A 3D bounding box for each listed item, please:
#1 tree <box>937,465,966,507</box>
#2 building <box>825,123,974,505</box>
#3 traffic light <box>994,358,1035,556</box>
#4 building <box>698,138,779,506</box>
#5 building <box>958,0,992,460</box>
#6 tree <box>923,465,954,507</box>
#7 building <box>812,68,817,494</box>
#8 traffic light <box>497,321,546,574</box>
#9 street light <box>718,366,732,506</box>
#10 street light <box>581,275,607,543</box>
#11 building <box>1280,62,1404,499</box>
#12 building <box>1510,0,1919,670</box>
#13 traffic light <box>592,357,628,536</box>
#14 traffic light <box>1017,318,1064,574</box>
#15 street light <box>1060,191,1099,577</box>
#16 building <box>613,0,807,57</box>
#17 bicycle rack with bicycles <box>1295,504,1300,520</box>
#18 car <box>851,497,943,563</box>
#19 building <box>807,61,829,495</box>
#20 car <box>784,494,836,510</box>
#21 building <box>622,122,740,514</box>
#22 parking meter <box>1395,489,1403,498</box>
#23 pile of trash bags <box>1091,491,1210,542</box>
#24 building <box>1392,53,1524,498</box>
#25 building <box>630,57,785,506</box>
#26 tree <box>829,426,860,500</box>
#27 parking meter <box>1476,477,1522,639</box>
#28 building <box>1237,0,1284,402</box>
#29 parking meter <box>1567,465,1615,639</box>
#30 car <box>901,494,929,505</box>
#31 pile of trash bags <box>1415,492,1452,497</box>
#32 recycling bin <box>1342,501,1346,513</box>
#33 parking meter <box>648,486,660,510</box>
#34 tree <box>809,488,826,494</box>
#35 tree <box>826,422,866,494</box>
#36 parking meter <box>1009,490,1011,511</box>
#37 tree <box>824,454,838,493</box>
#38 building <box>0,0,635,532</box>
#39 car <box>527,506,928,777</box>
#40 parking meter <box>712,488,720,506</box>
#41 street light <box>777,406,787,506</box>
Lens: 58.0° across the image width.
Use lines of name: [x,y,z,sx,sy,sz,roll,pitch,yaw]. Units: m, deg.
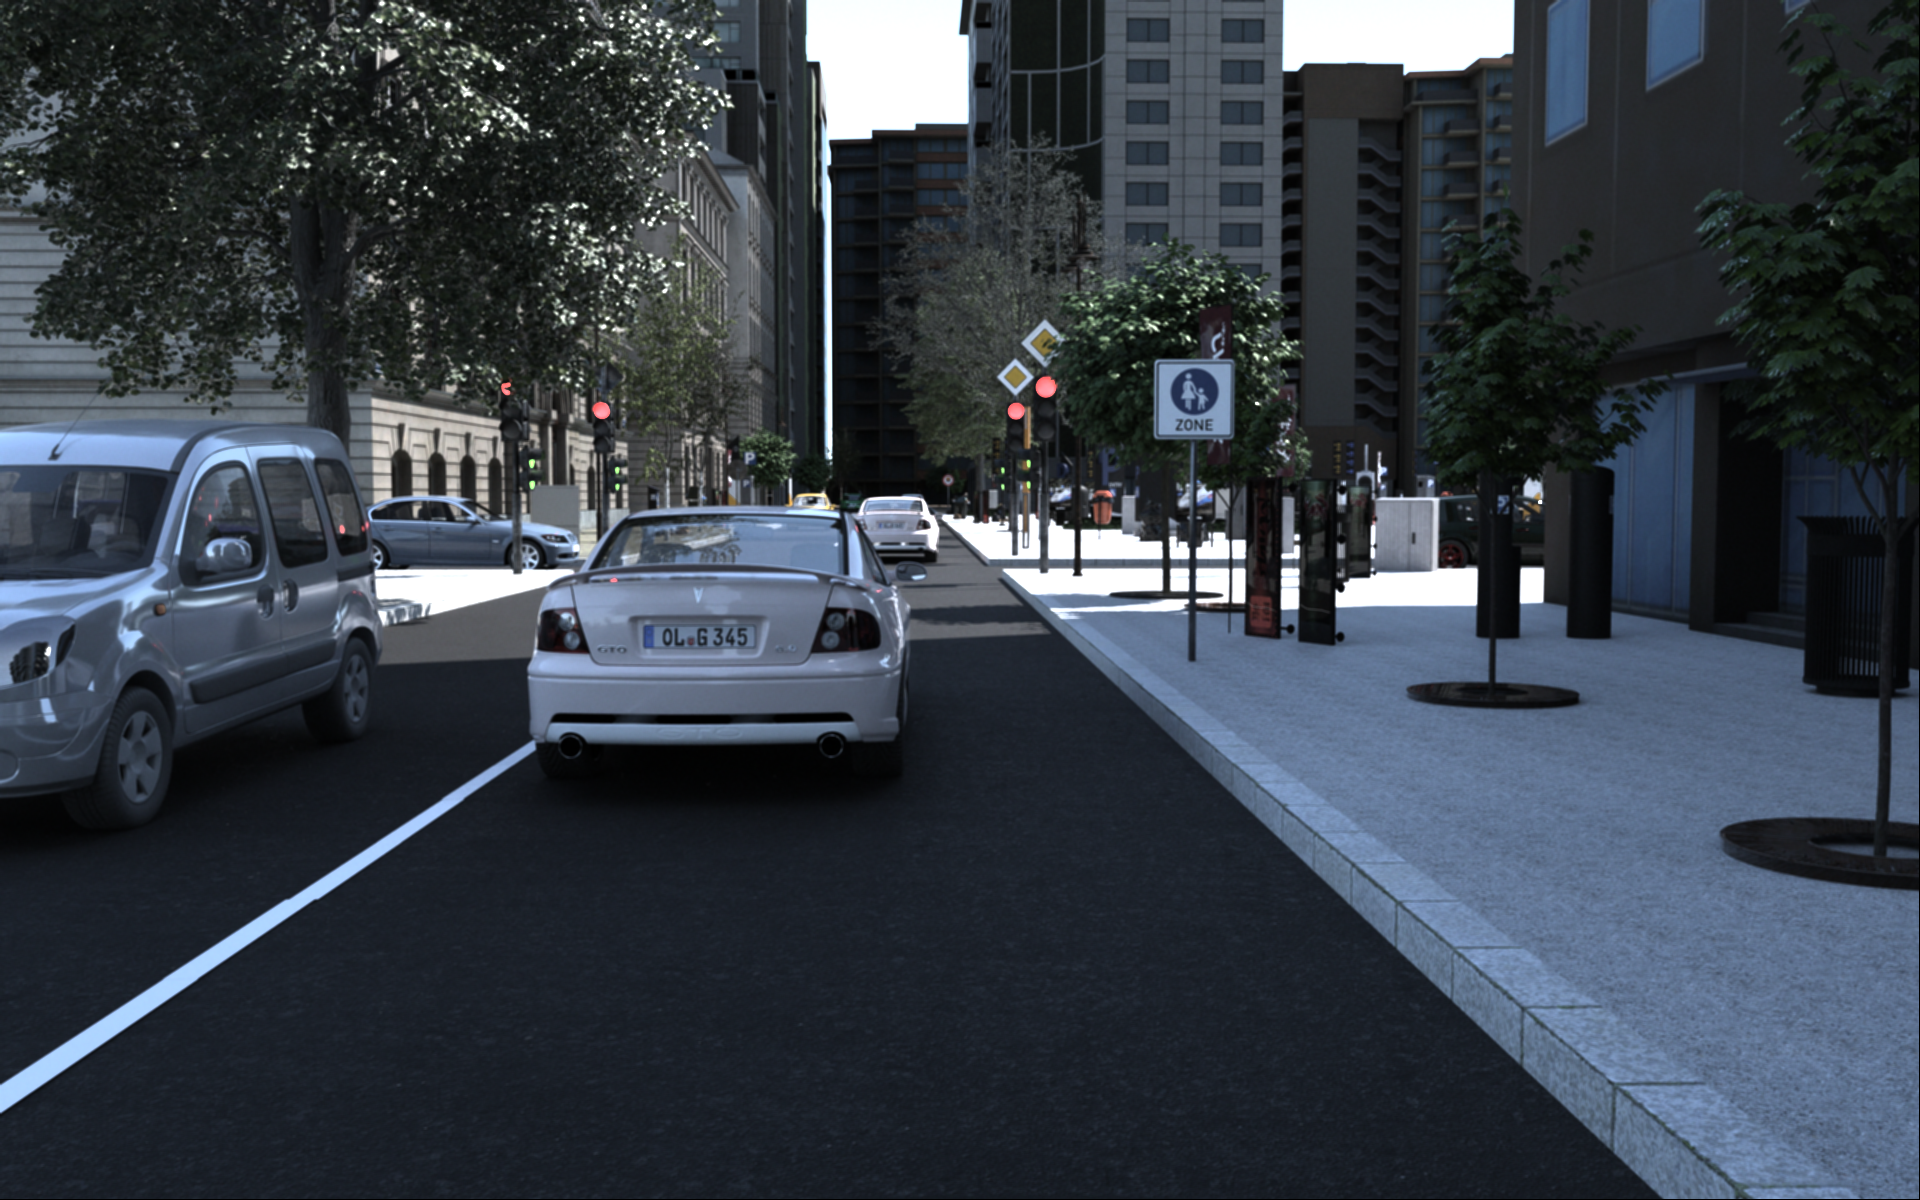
tree: [-0.239,-7.389,115.415,1.663,3.219,1.824,0,3,0]
building: [-2.796,-33.806,207.345,28.867,44.769,22.147,0,4,-2]
traffic light: [1.124,-2.870,35.851,0.839,4.253,0.868,0,4,-2]
building: [-15.992,-15.349,100.111,9.793,20.994,18.267,0,4,-2]
building: [14.565,-35.586,171.067,28.713,52.752,27.495,0,4,-2]
tree: [-2.040,-11.674,174.578,4.285,4.588,4.351,0,3,0]
building: [-20.766,-29.210,161.175,14.154,41.232,14.086,0,4,-2]
traffic light: [-7.066,-2.367,27.624,0.839,4.253,0.868,0,4,-2]
street light: [-8.433,-5.493,62.602,0.468,5.910,1.993,0,4,-2]
street light: [-7.686,-3.913,36.758,0.468,5.910,1.993,0,4,-2]
building: [36.111,-32.262,177.600,14.200,45.320,14.600,0,4,-2]
building: [13.648,-22.174,12.660,14.600,45.320,14.200,0,4,-2]
traffic light: [-7.284,-2.855,35.606,0.839,4.253,0.868,0,4,-2]
traffic light: [1.342,-2.382,27.869,0.839,4.253,0.868,0,4,-2]
street light: [1.834,-3.306,26.841,0.468,5.910,1.993,0,4,-2]
building: [-19.003,-27.428,132.041,14.154,41.232,14.086,0,4,-2]
bicycle rack with bicycles: [18.274,-4.548,87.737,2.925,0.926,2.852,-2,4,-27]
car: [-1.405,-1.545,37.629,2.083,1.381,4.827,0,4,0]
building: [-20.891,-32.207,176.689,14.200,45.320,14.600,0,4,-2]
car: [-5.900,-3.575,68.669,2.015,1.641,3.980,0,4,0]
building: [-16.541,-13.259,81.406,10.561,19.102,19.286,0,4,-2]
parking meter: [22.796,-4.988,89.965,0.372,1.533,0.369,0,3,0]
pile of trash bags: [5.236,-2.310,47.518,3.447,1.369,1.912,2,4,24]
building: [57.718,-31.842,175.240,28.867,44.769,22.147,0,4,-2]
building: [-19.598,-21.197,118.278,14.160,30.474,14.107,0,4,-2]
tree: [-12.902,-14.542,188.127,4.360,8.622,3.978,0,3,0]
parking meter: [4.824,-0.433,15.489,0.372,1.533,0.369,0,3,0]
building: [11.213,-42.053,125.817,20.563,71.187,20.611,0,4,-2]
parking meter: [5.625,-0.431,15.450,0.372,1.533,0.369,0,3,0]
car: [-2.851,-5.593,103.451,2.014,1.417,4.499,0,4,0]
pile of trash bags: [20.052,-3.966,74.590,3.447,1.369,1.912,-3,4,-38]
recycling bin: [14.798,-3.272,66.044,0.722,1.027,0.722,0,4,-3]
parking meter: [-9.248,-2.691,52.416,0.372,1.533,0.369,0,3,0]
tree: [-10.805,-8.366,131.377,1.663,3.219,1.824,0,3,0]
tree: [-11.585,-13.800,175.997,4.737,8.622,4.395,0,3,0]
parking meter: [2.658,-4.865,87.946,0.372,1.533,0.369,0,3,0]
tree: [-10.012,-8.336,120.001,4.285,4.588,4.351,0,3,0]
building: [-18.339,-14.352,53.733,14.460,24.649,34.723,0,4,-2]
car: [-1.230,0.134,10.163,2.083,1.381,4.827,0,4,-1]
parking meter: [-10.727,-4.147,76.208,0.372,1.533,0.369,0,3,0]
street light: [-9.176,-7.130,89.369,0.468,5.910,1.993,0,4,-2]
